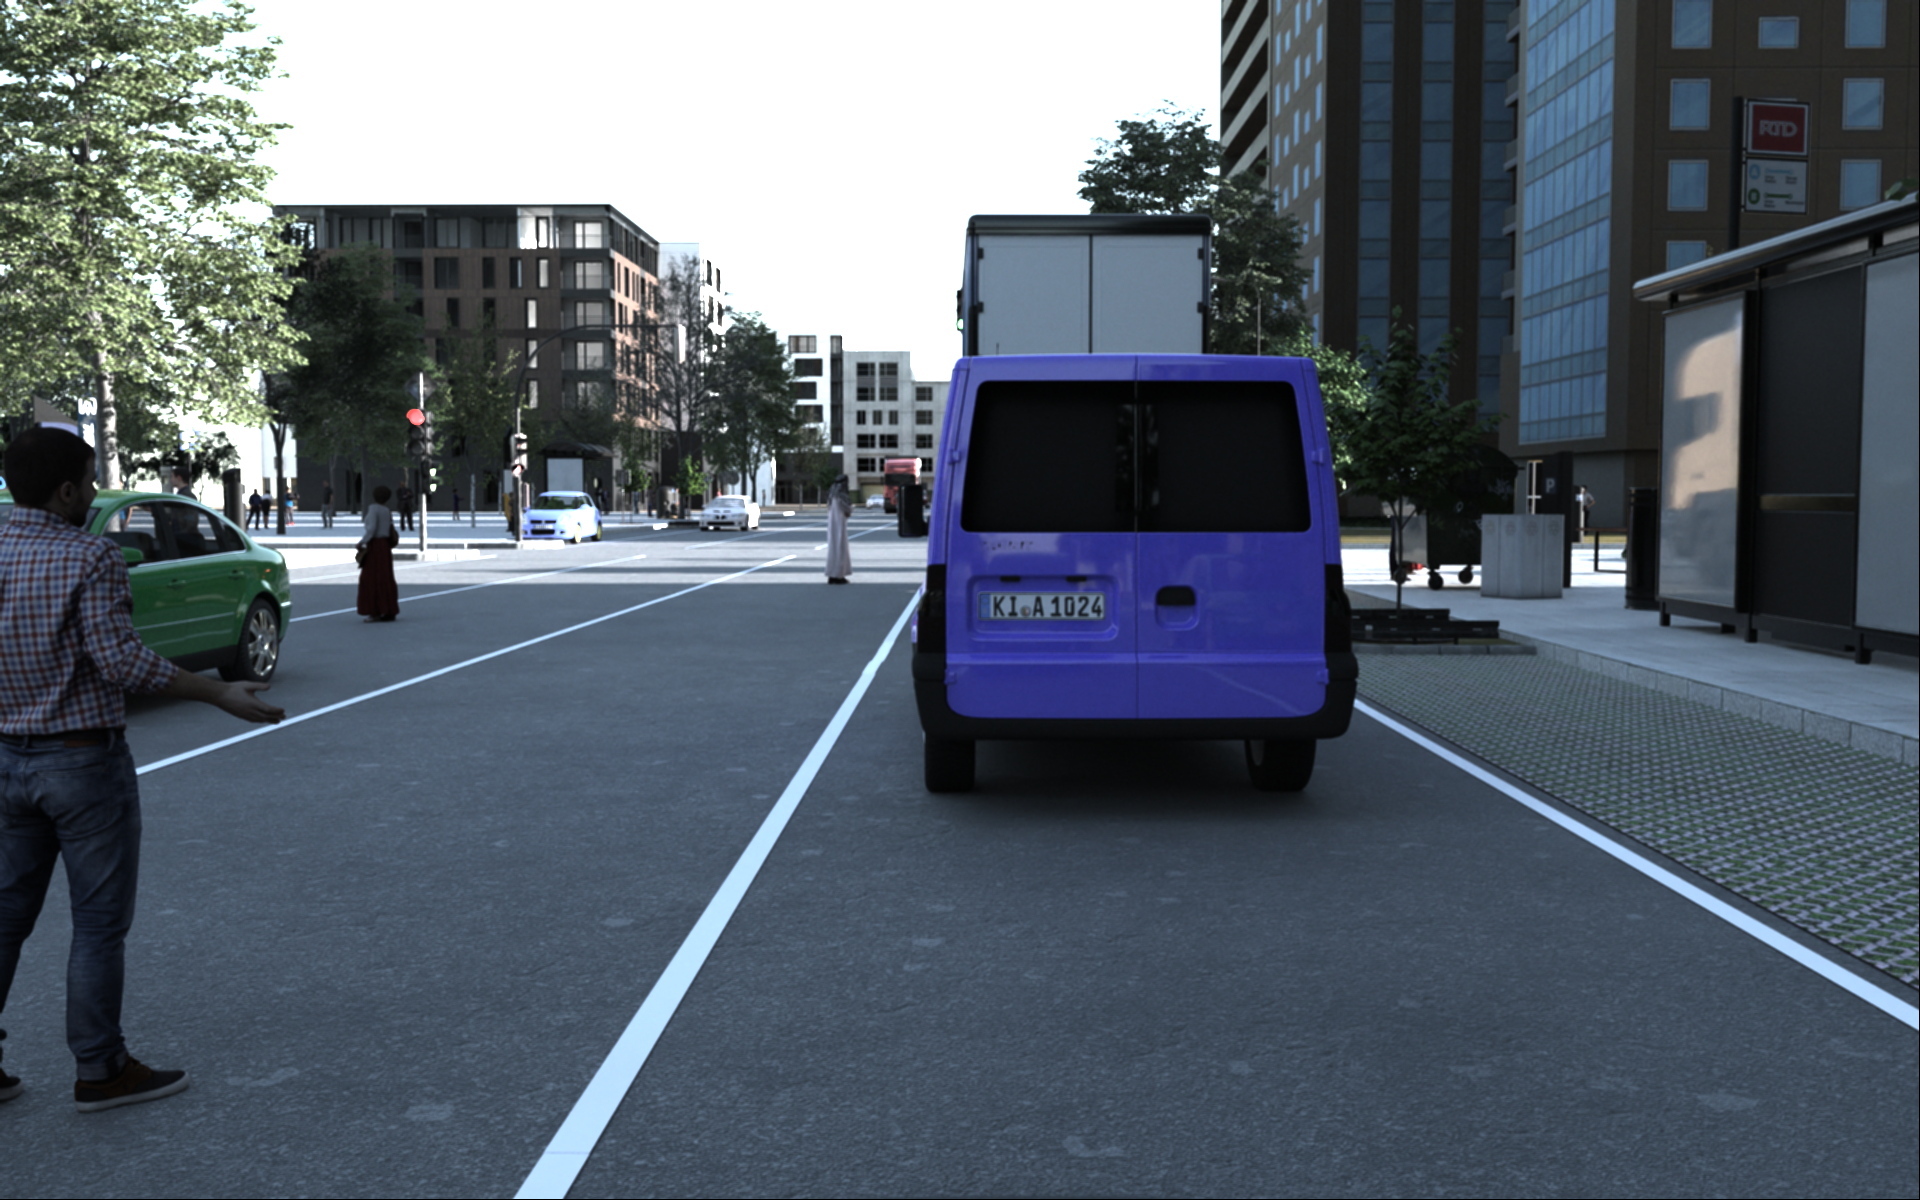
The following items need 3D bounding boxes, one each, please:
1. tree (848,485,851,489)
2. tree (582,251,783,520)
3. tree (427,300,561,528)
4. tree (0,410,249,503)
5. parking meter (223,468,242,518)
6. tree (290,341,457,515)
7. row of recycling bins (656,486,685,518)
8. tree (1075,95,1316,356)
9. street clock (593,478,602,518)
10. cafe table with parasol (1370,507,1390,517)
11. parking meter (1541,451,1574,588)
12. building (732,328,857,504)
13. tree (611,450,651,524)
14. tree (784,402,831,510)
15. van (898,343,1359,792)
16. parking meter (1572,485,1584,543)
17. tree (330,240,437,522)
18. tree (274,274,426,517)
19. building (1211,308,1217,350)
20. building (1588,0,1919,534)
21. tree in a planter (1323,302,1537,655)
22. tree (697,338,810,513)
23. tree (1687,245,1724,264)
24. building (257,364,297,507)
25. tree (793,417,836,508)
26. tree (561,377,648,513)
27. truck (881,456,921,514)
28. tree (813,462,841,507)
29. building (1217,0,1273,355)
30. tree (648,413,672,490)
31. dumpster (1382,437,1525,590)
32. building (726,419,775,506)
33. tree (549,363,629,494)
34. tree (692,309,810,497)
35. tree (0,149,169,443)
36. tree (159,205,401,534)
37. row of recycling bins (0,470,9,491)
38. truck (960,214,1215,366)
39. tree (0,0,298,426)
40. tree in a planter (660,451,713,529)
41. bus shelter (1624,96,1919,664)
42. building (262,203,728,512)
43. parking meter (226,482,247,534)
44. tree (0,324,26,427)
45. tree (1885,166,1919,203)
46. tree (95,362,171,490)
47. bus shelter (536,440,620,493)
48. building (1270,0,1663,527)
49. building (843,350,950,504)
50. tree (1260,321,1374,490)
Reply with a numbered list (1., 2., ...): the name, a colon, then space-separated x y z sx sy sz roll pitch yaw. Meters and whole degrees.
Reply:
1. tree: -13.249 -12.286 195.472 1.663 3.219 1.824 0 3 0
2. tree: -13.915 -10.810 87.117 12.009 13.543 11.850 0 3 0
3. tree: -18.594 -7.088 66.243 4.737 8.622 4.395 0 3 0
4. tree: -57.451 -9.154 112.567 20.602 7.101 11.467 -2 4 -25
5. parking meter: -16.161 -2.005 38.493 0.255 1.863 0.399 0 4 7
6. tree: -37.925 -11.159 108.209 9.928 11.665 9.643 0 3 0
7. row of recycling bins: -15.498 -5.224 92.517 1.069 1.692 3.534 0 4 4
8. tree: 7.262 -9.137 56.048 9.857 13.997 8.962 0 3 0
9. street clock: -15.929 -4.381 76.207 0.358 2.002 0.471 -2 4 -34
10. cafe table with parasol: 17.825 -4.067 71.367 2.610 1.966 2.610 0 4 2
11. parking meter: 8.193 -1.106 23.791 0.255 1.863 0.399 -1 4 -21
12. building: -30.501 -23.442 227.258 32.646 21.610 27.936 0 4 1
13. tree: -14.152 -4.847 73.858 1.663 3.219 1.824 0 3 0
14. tree: -12.716 -11.615 140.259 4.360 8.622 3.978 0 3 0
15. van: 0.728 -0.343 9.988 2.240 2.365 5.245 0 4 -1
16. parking meter: 16.301 -2.287 45.804 0.372 1.533 0.369 0 3 0
17. tree: -27.054 -9.757 77.656 7.486 12.596 7.792 0 3 0
18. tree: -34.476 -11.298 95.095 12.009 13.543 11.850 0 3 0
19. building: 24.623 -18.767 173.295 16.747 18.905 31.486 0 4 1
20. building: 28.323 -25.100 60.489 14.200 45.320 14.600 0 4 1
21. tree in a planter: 4.138 -1.162 16.221 1.991 3.239 1.994 0 4 1
22. tree: -13.919 -11.639 116.059 9.928 11.665 9.643 0 3 0
23. tree: 23.037 -6.171 51.252 4.737 8.622 4.395 0 3 0
24. building: -65.463 -19.984 183.151 11.380 20.091 16.016 0 4 1
25. tree: -13.574 -13.111 164.722 4.737 8.622 4.395 0 3 0
26. tree: -21.521 -9.326 102.839 4.737 8.622 4.395 0 3 0
27. truck: -4.272 -8.549 128.681 2.839 4.237 11.283 0 3 0
28. tree: -13.296 -11.631 173.874 4.285 4.588 4.351 0 3 0
29. building: 28.065 -29.549 106.826 21.300 48.544 21.600 0 4 1
30. tree: -21.822 -10.152 116.341 4.737 8.622 4.395 0 3 0
31. dumpster: 6.757 -1.302 23.789 1.502 2.255 1.985 0 4 1
32. building: -34.319 -14.929 186.231 28.070 9.664 9.099 0 4 1
33. tree: -20.949 -9.017 97.797 4.360 8.622 3.978 0 3 0
34. tree: -13.023 -11.495 106.074 7.486 12.596 7.792 0 3 0
35. tree: -33.099 -9.193 60.675 12.009 13.543 11.850 0 3 0
36. tree: -21.511 -7.387 55.194 8.767 10.594 7.601 1 4 16
37. row of recycling bins: -15.748 -1.296 28.297 1.069 1.692 3.534 0 4 1
38. truck: 1.259 -2.083 22.964 2.839 4.237 11.283 0 4 0
39. tree: -15.494 -6.859 30.270 7.486 12.596 7.792 0 3 0
40. tree in a planter: -11.248 -4.554 71.682 1.991 3.239 1.994 0 4 1
41. bus shelter: 7.597 -2.302 15.263 2.179 5.291 8.768 0 4 1
42. building: -34.862 -18.013 138.486 27.936 21.610 32.646 0 4 1
43. parking meter: -15.108 -1.699 36.187 0.372 1.533 0.369 0 3 0
44. tree: -29.213 -6.083 49.824 4.360 8.622 3.978 0 3 0
45. tree: 6.572 -5.395 6.337 7.486 12.596 7.792 0 3 0
46. tree: -41.207 -8.274 85.641 4.360 8.622 3.978 0 3 0
47. bus shelter: -14.913 -4.525 67.903 2.014 3.302 5.546 0 4 1
48. building: 22.726 -26.363 81.141 14.600 45.320 14.200 0 4 1
49. building: 1.485 -21.693 221.146 31.486 18.905 16.747 0 4 1
50. tree: 6.588 -3.013 32.982 4.285 4.588 4.351 0 3 0
